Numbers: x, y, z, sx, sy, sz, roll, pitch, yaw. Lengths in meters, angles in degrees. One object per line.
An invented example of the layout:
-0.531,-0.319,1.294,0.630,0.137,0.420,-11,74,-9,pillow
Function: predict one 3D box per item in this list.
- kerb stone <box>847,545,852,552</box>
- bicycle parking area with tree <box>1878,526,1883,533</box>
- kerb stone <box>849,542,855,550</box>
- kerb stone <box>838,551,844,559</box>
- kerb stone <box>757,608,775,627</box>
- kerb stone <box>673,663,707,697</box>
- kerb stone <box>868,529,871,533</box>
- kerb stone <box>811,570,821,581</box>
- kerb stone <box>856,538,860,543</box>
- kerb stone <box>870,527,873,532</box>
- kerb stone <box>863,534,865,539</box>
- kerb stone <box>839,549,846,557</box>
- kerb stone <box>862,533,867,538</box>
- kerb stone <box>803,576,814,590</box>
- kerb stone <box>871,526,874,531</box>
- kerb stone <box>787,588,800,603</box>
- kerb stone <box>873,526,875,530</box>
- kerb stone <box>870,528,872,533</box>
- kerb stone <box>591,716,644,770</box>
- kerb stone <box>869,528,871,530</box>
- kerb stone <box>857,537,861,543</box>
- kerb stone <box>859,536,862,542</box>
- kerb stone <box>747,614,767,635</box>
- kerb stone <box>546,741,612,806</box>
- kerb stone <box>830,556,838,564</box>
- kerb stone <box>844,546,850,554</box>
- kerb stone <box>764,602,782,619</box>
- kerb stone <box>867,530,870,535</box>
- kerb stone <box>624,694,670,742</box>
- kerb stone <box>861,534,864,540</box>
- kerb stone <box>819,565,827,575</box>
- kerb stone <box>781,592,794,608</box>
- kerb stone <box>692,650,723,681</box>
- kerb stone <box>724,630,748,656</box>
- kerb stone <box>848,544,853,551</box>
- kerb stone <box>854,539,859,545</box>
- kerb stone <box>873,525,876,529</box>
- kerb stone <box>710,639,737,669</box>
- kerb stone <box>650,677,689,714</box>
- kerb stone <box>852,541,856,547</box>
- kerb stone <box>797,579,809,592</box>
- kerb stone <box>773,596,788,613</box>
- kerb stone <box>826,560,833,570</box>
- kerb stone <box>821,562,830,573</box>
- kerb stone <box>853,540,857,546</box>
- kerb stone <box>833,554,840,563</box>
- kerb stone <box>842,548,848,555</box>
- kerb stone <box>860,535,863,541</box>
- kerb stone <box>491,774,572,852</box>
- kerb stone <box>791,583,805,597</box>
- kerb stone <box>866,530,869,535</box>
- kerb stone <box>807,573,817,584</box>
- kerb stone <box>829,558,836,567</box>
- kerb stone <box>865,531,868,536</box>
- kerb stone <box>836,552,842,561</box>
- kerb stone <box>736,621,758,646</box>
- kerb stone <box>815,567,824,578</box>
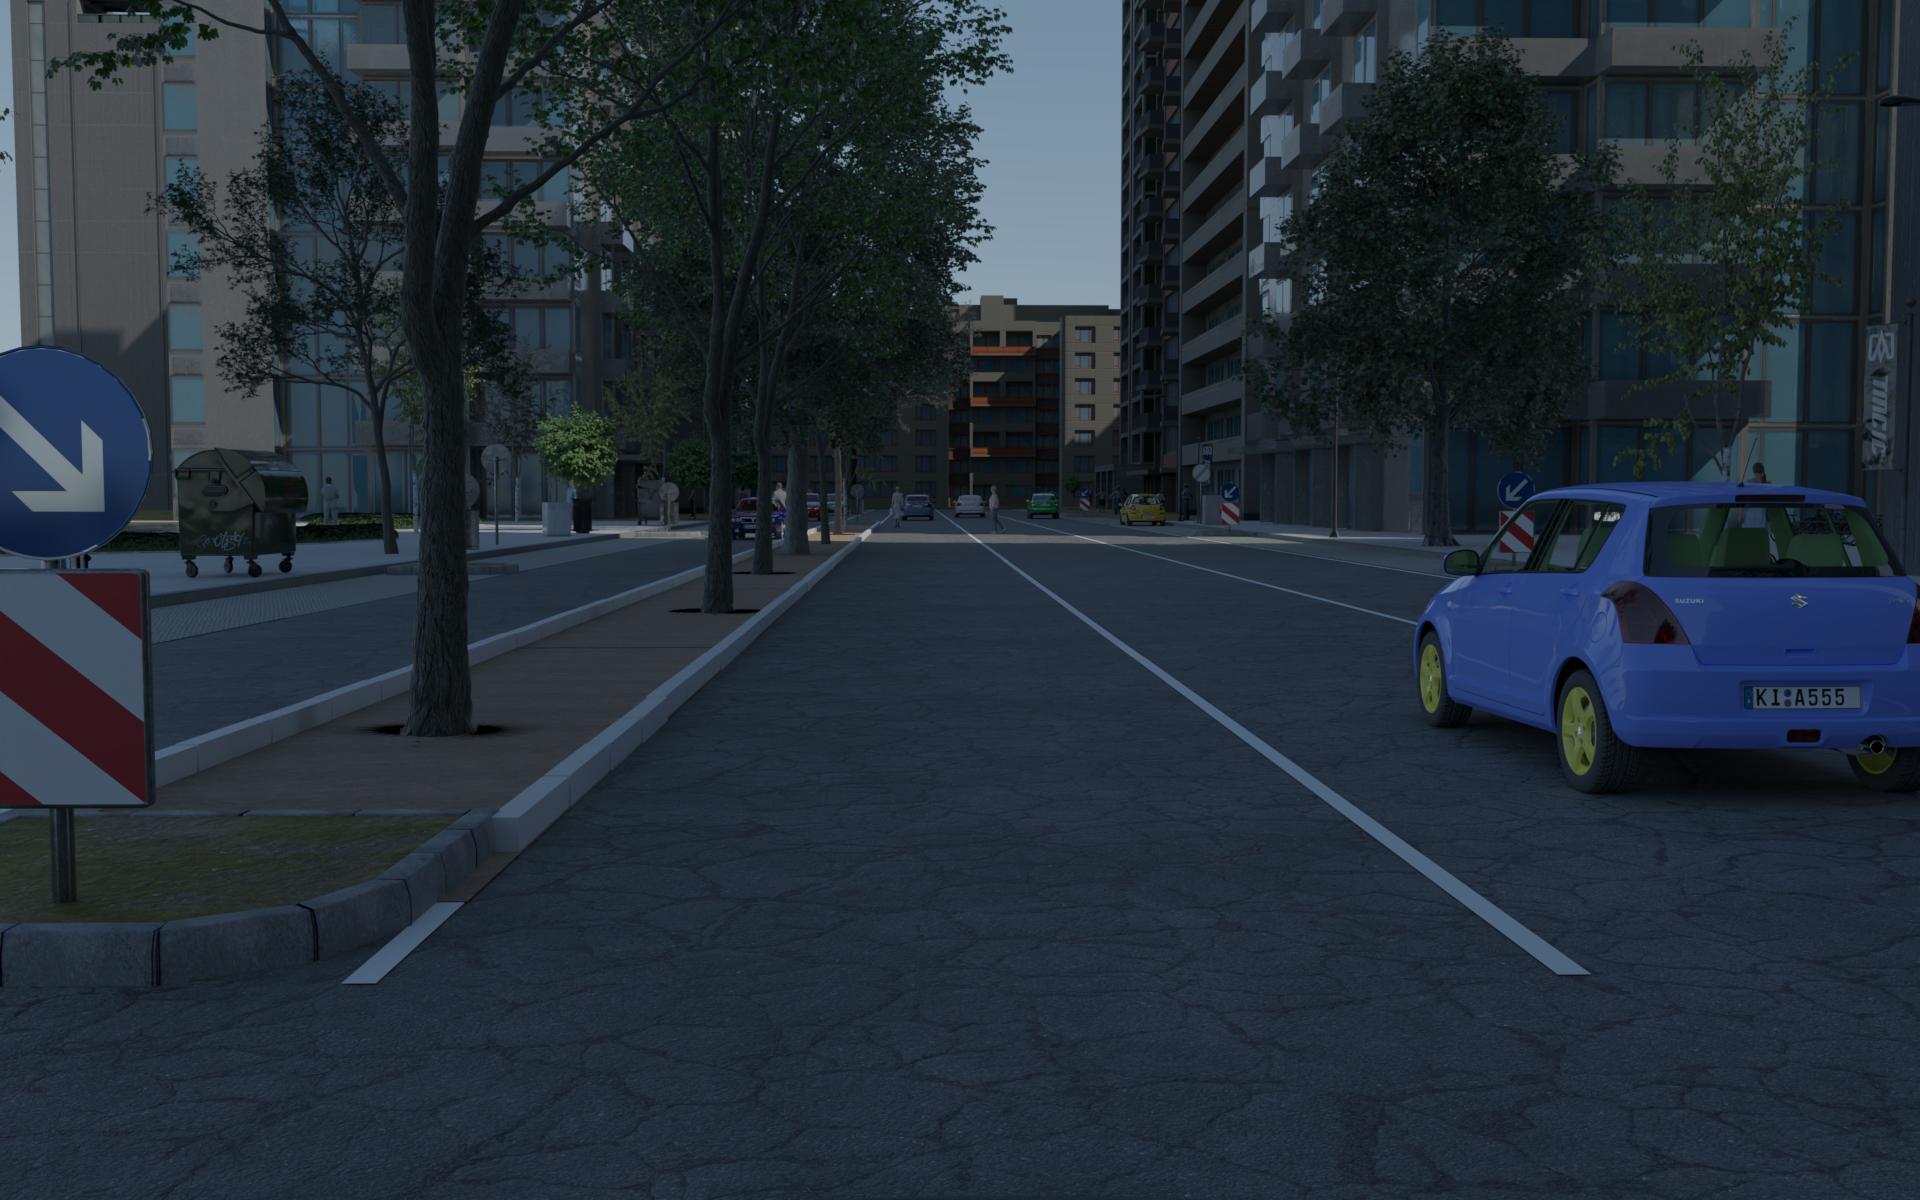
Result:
-2.719,-1.163,41.212,0.120,0.150,1.000,0,4,-2,kerb stone
25.095,-3.499,44.219,8.231,4.147,9.016,-3,5,-42,bicycle parking area with tree
-2.772,-1.288,43.267,0.120,0.150,1.000,0,4,-2,kerb stone
-2.616,-0.912,37.104,0.120,0.150,1.000,0,4,-2,kerb stone
-2.124,0.217,18.648,0.120,0.150,1.000,0,4,-2,kerb stone
-1.966,0.594,12.497,0.120,0.150,1.000,0,4,-2,kerb stone
-3.185,-2.230,58.649,0.120,0.150,1.000,0,4,-2,kerb stone
-2.372,-0.345,27.873,0.120,0.150,1.000,0,4,-2,kerb stone
-2.888,-1.540,47.367,0.120,0.150,1.000,0,4,-2,kerb stone
-3.266,-2.414,61.715,0.120,0.150,1.000,0,4,-2,kerb stone
-3.021,-1.844,52.503,0.120,0.150,1.000,0,4,-2,kerb stone
-2.640,-0.975,38.134,0.120,0.150,1.000,0,4,-2,kerb stone
-3.042,-1.916,53.524,0.120,0.150,1.000,0,4,-2,kerb stone
-2.303,-0.220,25.826,0.120,0.150,1.000,0,4,-2,kerb stone
-3.325,-2.541,63.773,0.120,0.150,1.000,0,4,-2,kerb stone
-2.231,-0.024,22.747,0.120,0.150,1.000,0,4,-2,kerb stone
-3.348,-2.606,64.800,0.120,0.150,1.000,0,4,-2,kerb stone
-3.238,-2.355,60.693,0.120,0.150,1.000,0,4,-2,kerb stone
-1.875,0.782,9.431,0.120,0.150,1.000,0,4,-2,kerb stone
-3.212,-2.292,59.671,0.120,0.150,1.000,0,4,-2,kerb stone
-2.916,-1.603,48.403,0.120,0.150,1.000,0,4,-2,kerb stone
-2.943,-1.665,49.425,0.120,0.150,1.000,0,4,-2,kerb stone
-2.098,0.279,17.626,0.120,0.150,1.000,0,4,-2,kerb stone
-1.851,0.843,8.407,0.120,0.150,1.000,0,4,-2,kerb stone
-2.528,-0.717,34.033,0.120,0.150,1.000,0,4,-2,kerb stone
-2.700,-1.096,40.185,0.120,0.150,1.000,0,4,-2,kerb stone
-2.154,0.154,19.675,0.120,0.150,1.000,0,4,-2,kerb stone
-3.156,-2.167,57.627,0.120,0.150,1.000,0,4,-2,kerb stone
-1.896,0.718,10.453,0.120,0.150,1.000,0,4,-2,kerb stone
-2.999,-1.791,51.470,0.120,0.150,1.000,0,4,-2,kerb stone
-2.421,-0.473,29.928,0.120,0.150,1.000,0,4,-2,kerb stone
-2.204,0.030,21.720,0.120,0.150,1.000,0,4,-2,kerb stone
-1.990,0.530,13.524,0.120,0.150,1.000,0,4,-2,kerb stone
-2.038,0.405,15.572,0.120,0.150,1.000,0,4,-2,kerb stone
-2.749,-1.223,42.240,0.120,0.150,1.000,0,4,-2,kerb stone
-2.854,-1.477,46.345,0.120,0.150,1.000,0,4,-2,kerb stone
-3.371,-2.669,65.827,0.120,0.150,1.000,0,4,-2,kerb stone
-2.010,0.468,14.546,0.120,0.150,1.000,0,4,-2,kerb stone
-1.941,0.656,11.475,0.120,0.150,1.000,0,4,-2,kerb stone
-2.798,-1.349,44.291,0.120,0.150,1.000,0,4,-2,kerb stone
-2.289,-0.160,24.804,0.120,0.150,1.000,0,4,-2,kerb stone
-2.177,0.092,20.698,0.120,0.150,1.000,0,4,-2,kerb stone
-2.479,-0.598,31.979,0.120,0.150,1.000,0,4,-2,kerb stone
-2.448,-0.536,30.958,0.120,0.150,1.000,0,4,-2,kerb stone
-2.830,-1.411,45.318,0.120,0.150,1.000,0,4,-2,kerb stone
-2.567,-0.786,35.054,0.120,0.150,1.000,0,4,-2,kerb stone
-2.675,-1.037,39.156,0.120,0.150,1.000,0,4,-2,kerb stone
-2.970,-1.726,50.447,0.120,0.150,1.000,0,4,-2,kerb stone
-1.826,0.908,7.385,0.120,0.150,1.000,0,4,-2,kerb stone
-2.255,-0.097,23.778,0.120,0.150,1.000,0,4,-2,kerb stone
-3.130,-2.105,56.605,0.120,0.150,1.000,0,4,-2,kerb stone
-2.342,-0.281,26.852,0.120,0.150,1.000,0,4,-2,kerb stone
-2.495,-0.658,33.002,0.120,0.150,1.000,0,4,-2,kerb stone
-3.104,-2.037,55.579,0.120,0.150,1.000,0,4,-2,kerb stone
-2.587,-0.849,36.082,0.120,0.150,1.000,0,4,-2,kerb stone
-2.065,0.342,16.604,0.120,0.150,1.000,0,4,-2,kerb stone
-2.397,-0.409,28.895,0.120,0.150,1.000,0,4,-2,kerb stone
